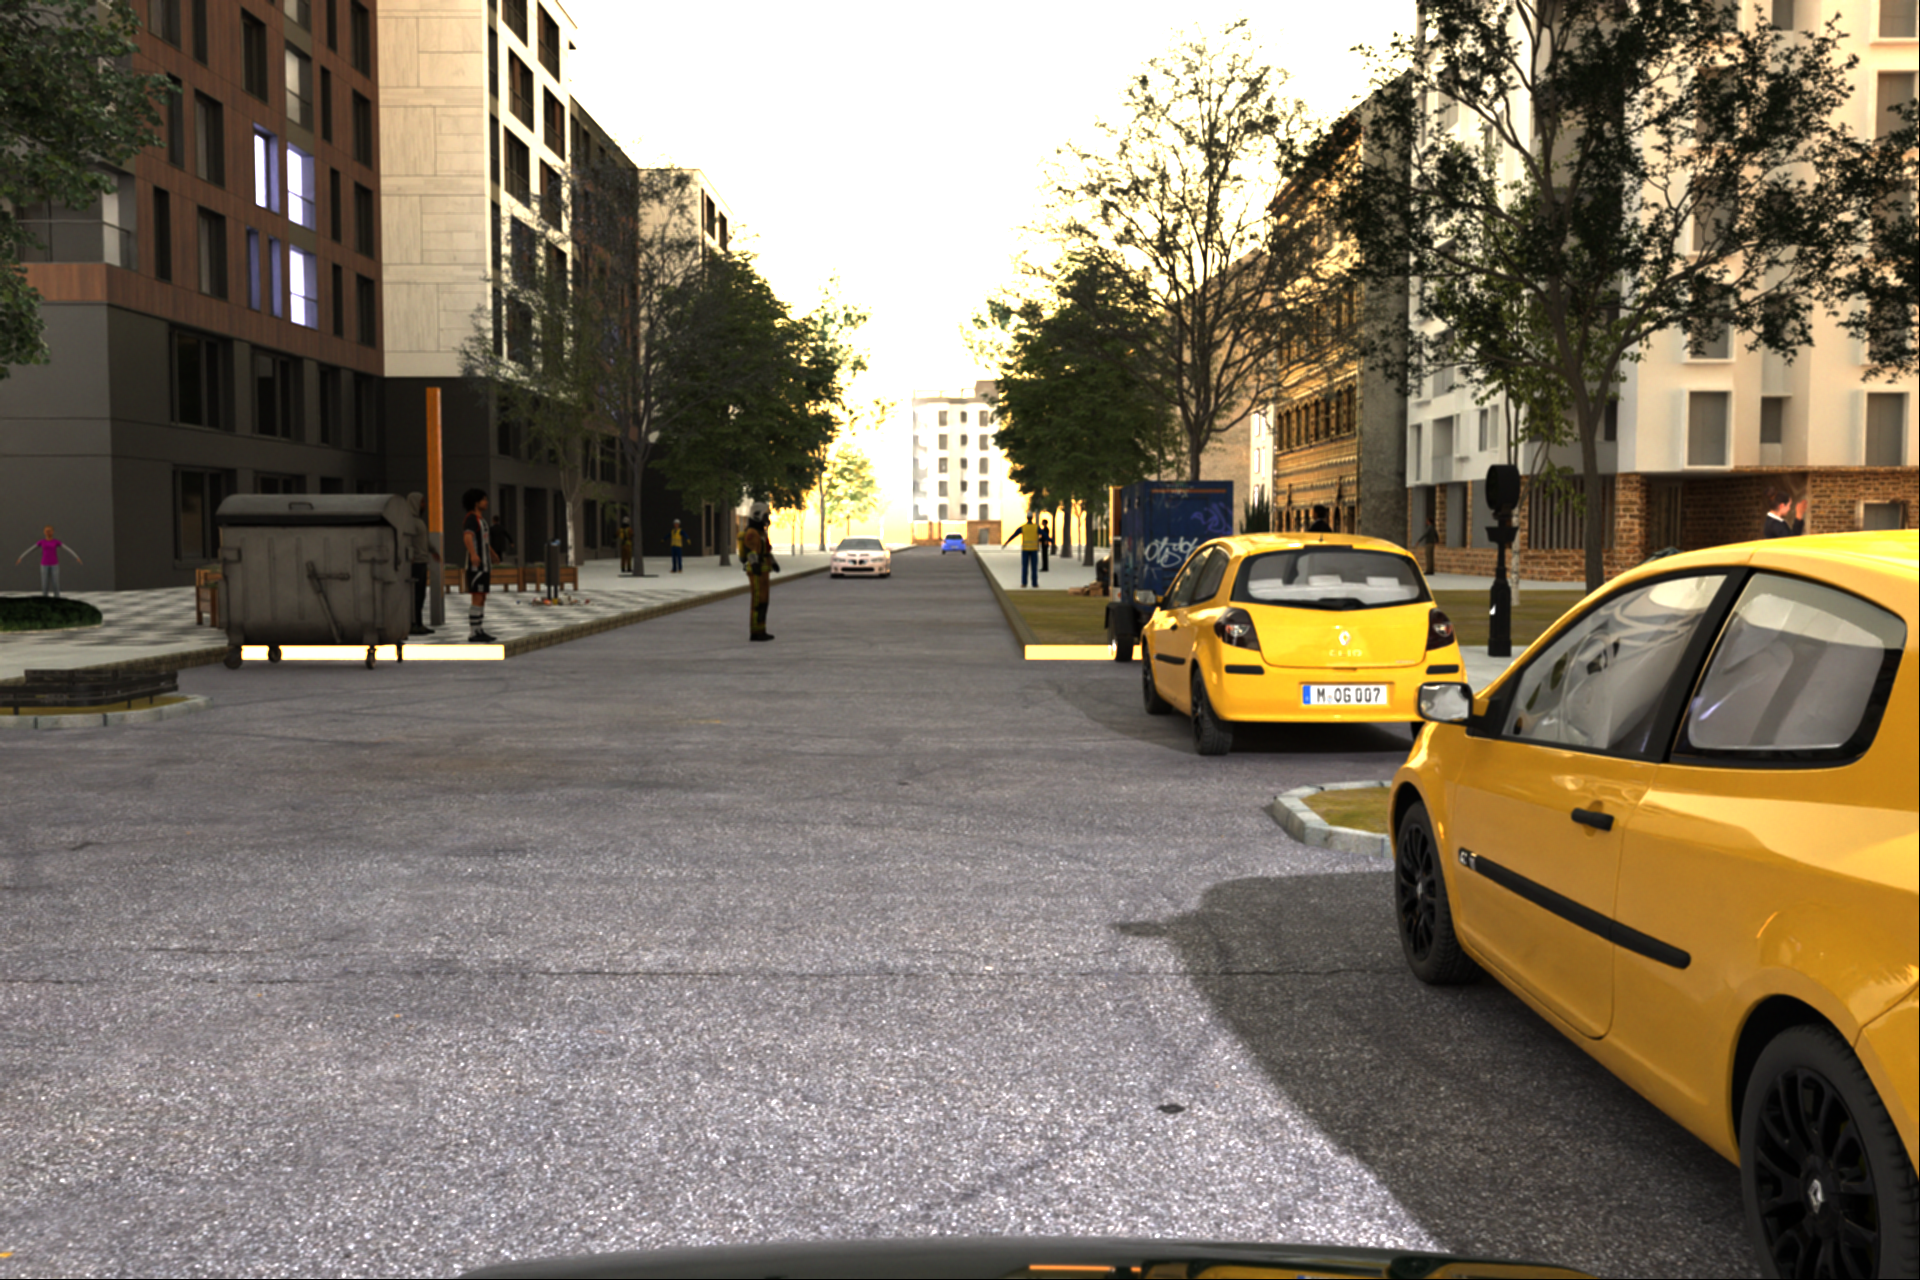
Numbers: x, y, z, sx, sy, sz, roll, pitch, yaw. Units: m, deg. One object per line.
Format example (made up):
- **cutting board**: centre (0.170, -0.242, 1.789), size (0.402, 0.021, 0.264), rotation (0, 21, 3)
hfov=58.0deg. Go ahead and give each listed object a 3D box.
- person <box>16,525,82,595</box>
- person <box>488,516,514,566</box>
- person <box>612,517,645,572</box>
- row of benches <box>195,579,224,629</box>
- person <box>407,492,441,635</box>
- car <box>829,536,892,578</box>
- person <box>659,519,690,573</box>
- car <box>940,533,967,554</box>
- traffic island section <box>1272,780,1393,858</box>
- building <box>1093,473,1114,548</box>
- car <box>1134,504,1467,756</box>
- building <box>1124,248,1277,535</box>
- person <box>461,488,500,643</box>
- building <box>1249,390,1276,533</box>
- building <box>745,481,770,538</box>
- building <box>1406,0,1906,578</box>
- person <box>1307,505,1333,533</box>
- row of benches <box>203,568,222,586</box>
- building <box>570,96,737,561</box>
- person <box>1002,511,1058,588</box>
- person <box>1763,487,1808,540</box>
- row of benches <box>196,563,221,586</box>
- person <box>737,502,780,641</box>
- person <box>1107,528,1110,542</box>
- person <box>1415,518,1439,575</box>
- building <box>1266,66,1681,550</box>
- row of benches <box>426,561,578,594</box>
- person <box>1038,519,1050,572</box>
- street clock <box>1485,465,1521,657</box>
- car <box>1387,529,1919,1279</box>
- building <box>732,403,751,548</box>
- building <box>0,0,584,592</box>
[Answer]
- **person**: centre (-15.335, -1.217, 29.171), size (0.991, 1.433, 0.599), rotation (-1, 4, -22)
- **person**: centre (-13.092, -2.606, 48.837), size (0.704, 1.802, 1.346), rotation (3, 4, 37)
- **person**: centre (-11.206, -3.209, 58.239), size (1.354, 1.858, 0.705), rotation (2, 4, 27)
- **row of benches**: centre (-9.423, -0.462, 23.016), size (1.422, 0.672, 4.104), rotation (-2, 4, -34)
- **person**: centre (-6.917, -0.979, 22.133), size (0.705, 1.813, 1.348), rotation (0, 4, -2)
- **car**: centre (-3.286, -2.773, 57.694), size (2.083, 1.381, 4.827), rotation (0, 4, 0)
- **person**: centre (-9.484, -3.134, 57.700), size (1.216, 1.772, 0.721), rotation (2, 4, 26)
- **car**: centre (-0.449, -6.984, 123.782), size (1.945, 1.707, 3.694), rotation (0, 4, -1)
- **traffic island section**: centre (2.587, 0.880, 8.471), size (1.991, 0.108, 1.994), rotation (0, 4, 1)
- **building**: centre (21.968, -18.517, 169.204), size (16.747, 18.905, 31.486), rotation (0, 4, 0)
- **car**: centre (2.345, -0.148, 12.644), size (2.015, 1.641, 3.980), rotation (0, 4, -1)
- **building**: centre (22.682, -19.013, 141.796), size (19.493, 23.208, 18.063), rotation (0, 4, 1)
- **person**: centre (-5.705, -0.884, 20.596), size (0.704, 1.843, 1.345), rotation (0, 4, -5)
- **building**: centre (22.473, -9.325, 94.607), size (9.099, 9.664, 28.070), rotation (0, 4, 1)
- **building**: centre (-25.200, -19.185, 170.086), size (16.016, 20.090, 11.380), rotation (0, 4, 1)
- **building**: centre (20.747, -12.383, 58.884), size (16.016, 20.090, 11.380), rotation (0, 4, 0)
- **person**: centre (5.587, -1.263, 27.378), size (1.216, 1.740, 0.721), rotation (-3, 5, -42)
- **row of benches**: centre (-12.699, -1.055, 32.707), size (4.104, 0.672, 1.422), rotation (2, 4, 30)
- **building**: centre (-28.454, -15.352, 94.979), size (27.936, 21.610, 32.646), rotation (0, 4, 0)
- **person**: centre (1.675, -2.178, 41.580), size (1.349, 1.833, 0.705), rotation (0, 4, 3)
- **person**: centre (7.773, -0.573, 16.216), size (0.445, 1.727, 0.742), rotation (-1, 4, -12)
- **row of benches**: centre (-14.321, -1.248, 35.872), size (4.104, 0.672, 1.422), rotation (2, 4, 30)
- **person**: centre (-2.673, -0.922, 23.307), size (0.705, 1.858, 1.354), rotation (0, 4, 6)
- **person**: centre (5.094, -3.076, 56.066), size (0.705, 1.856, 1.354), rotation (0, 4, -3)
- **person**: centre (14.717, -2.941, 54.349), size (0.705, 1.796, 1.348), rotation (3, 5, 43)
- **building**: centre (23.745, -14.684, 71.018), size (19.493, 23.208, 18.063), rotation (0, 4, 1)
- **row of benches**: centre (-10.264, -1.366, 37.791), size (1.422, 0.672, 4.104), rotation (3, 5, 44)
- **person**: centre (2.886, -3.260, 59.481), size (0.705, 1.806, 1.347), rotation (-1, 4, -10)
- **street clock**: centre (5.658, -0.828, 18.104), size (0.358, 2.002, 0.471), rotation (0, 3, 0)
- **car**: centre (2.300, 0.358, 4.371), size (2.015, 1.641, 3.980), rotation (0, 4, 0)
- **building**: centre (-24.570, -17.928, 149.540), size (16.016, 20.090, 11.380), rotation (0, 4, -1)
- **building**: centre (-29.309, -12.851, 54.095), size (27.936, 21.610, 32.646), rotation (0, 3, 0)
